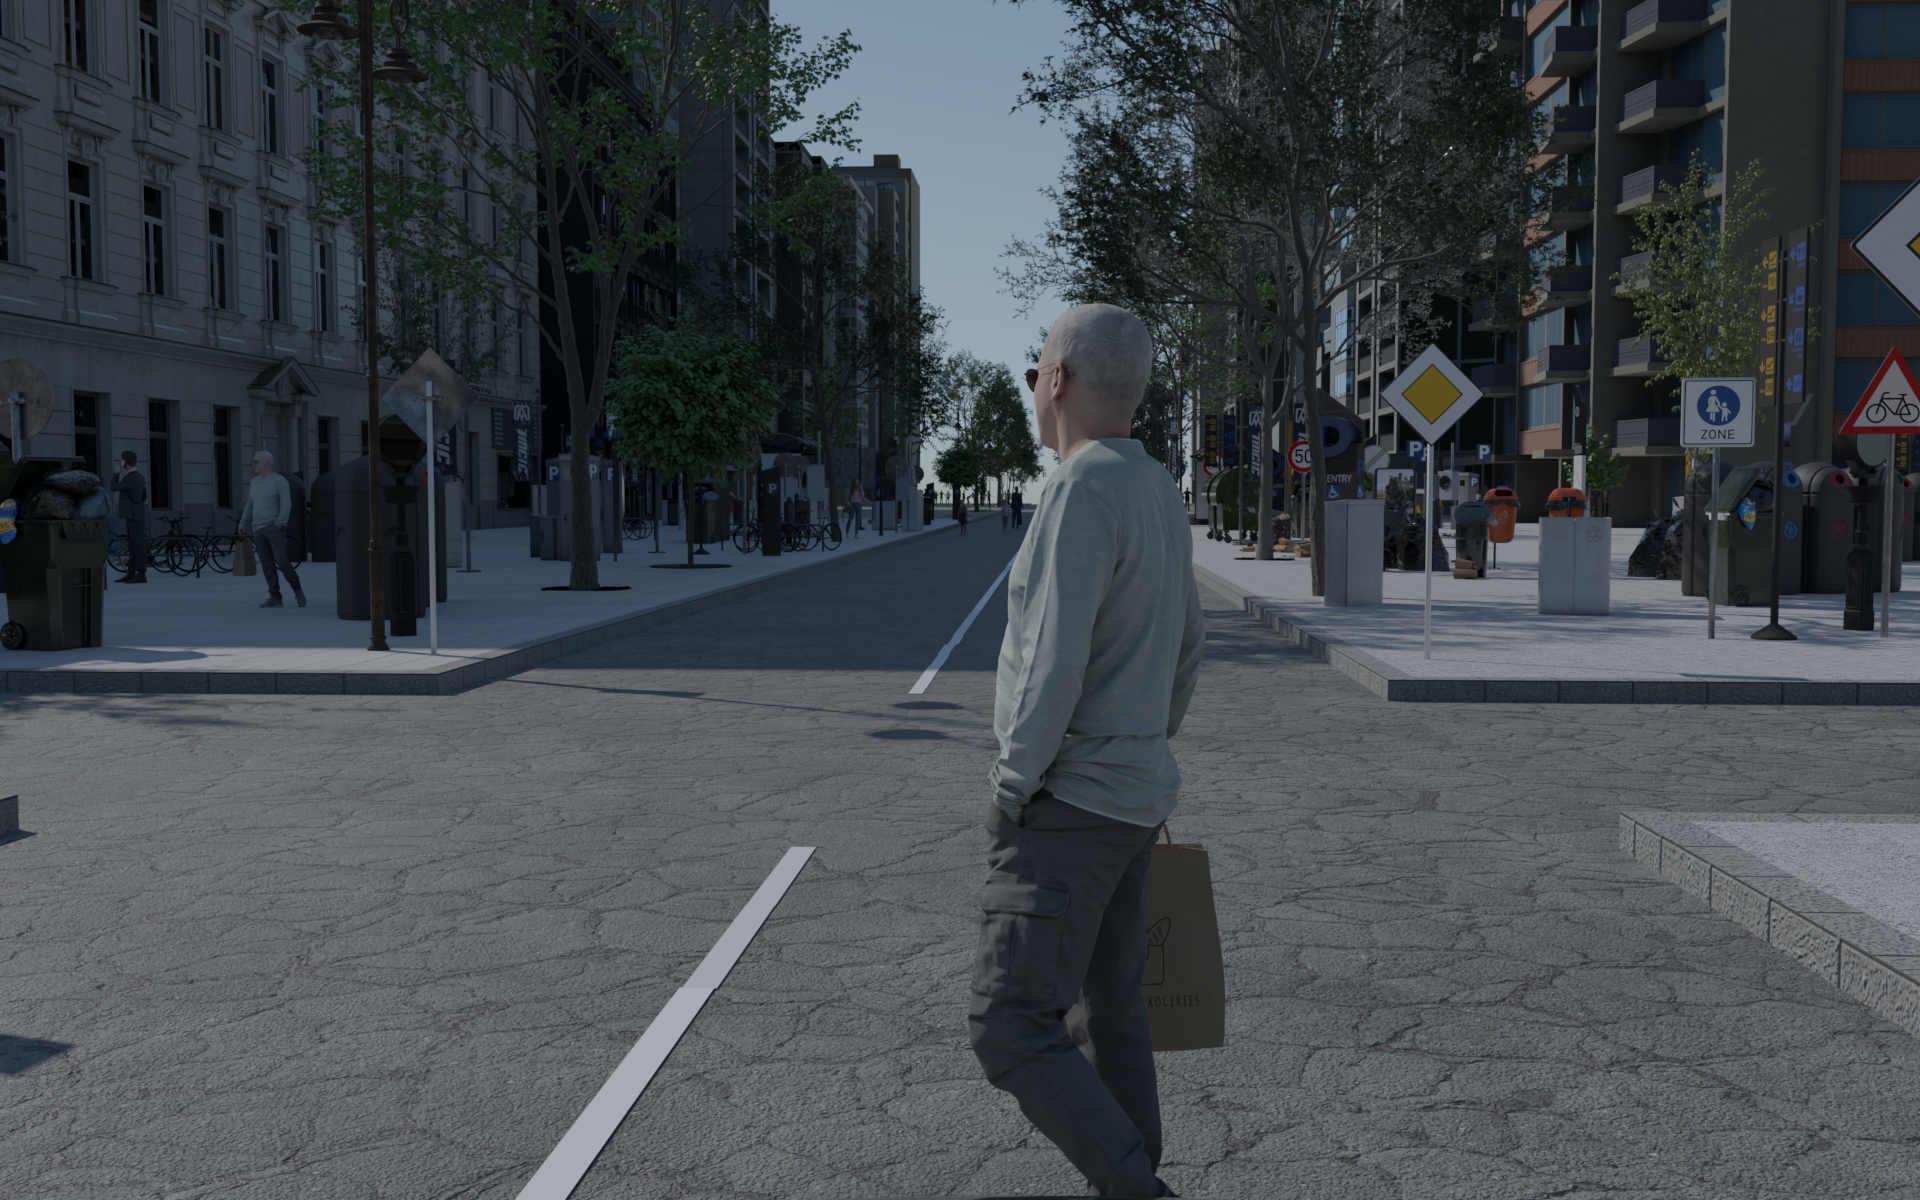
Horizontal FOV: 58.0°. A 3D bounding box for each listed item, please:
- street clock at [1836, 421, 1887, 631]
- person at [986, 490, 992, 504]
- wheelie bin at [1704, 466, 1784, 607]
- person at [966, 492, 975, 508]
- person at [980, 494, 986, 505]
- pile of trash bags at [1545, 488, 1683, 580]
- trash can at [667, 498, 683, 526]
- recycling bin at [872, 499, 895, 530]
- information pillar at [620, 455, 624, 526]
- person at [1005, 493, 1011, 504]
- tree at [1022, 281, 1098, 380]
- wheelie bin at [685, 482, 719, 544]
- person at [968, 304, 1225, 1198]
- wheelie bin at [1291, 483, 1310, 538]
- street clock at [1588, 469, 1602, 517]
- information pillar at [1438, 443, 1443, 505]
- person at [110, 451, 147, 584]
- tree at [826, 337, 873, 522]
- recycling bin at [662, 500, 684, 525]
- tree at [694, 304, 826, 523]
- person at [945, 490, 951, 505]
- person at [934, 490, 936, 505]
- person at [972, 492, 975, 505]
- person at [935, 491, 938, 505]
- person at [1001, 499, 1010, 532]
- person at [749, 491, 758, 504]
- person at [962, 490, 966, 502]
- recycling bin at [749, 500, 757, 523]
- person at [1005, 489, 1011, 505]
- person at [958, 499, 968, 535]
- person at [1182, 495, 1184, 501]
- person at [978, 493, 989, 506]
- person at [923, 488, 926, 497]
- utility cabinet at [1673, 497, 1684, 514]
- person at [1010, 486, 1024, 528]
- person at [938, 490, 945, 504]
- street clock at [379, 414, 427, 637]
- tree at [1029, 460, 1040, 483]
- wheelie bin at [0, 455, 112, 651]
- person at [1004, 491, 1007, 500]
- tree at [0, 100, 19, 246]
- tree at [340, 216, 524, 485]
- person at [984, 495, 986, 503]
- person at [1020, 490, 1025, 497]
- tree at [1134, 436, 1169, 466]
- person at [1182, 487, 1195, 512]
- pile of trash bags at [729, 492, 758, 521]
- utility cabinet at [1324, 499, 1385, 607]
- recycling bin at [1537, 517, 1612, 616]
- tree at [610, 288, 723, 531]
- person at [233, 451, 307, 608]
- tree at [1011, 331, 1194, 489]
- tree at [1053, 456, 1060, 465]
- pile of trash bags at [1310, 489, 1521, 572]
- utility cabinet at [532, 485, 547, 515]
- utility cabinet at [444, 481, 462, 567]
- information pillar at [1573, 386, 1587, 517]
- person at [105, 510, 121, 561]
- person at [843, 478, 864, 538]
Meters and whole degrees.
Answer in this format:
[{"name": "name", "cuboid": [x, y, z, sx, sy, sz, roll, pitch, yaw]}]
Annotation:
[{"name": "street clock", "cuboid": [8.473, -0.716, 16.270, 0.471, 2.002, 0.358, -1, 4, -22]}, {"name": "person", "cuboid": [3.581, -12.636, 213.427, 0.721, 1.735, 1.217, -3, 4, -36]}, {"name": "wheelie bin", "cuboid": [9.035, -0.738, 19.970, 0.693, 1.594, 0.980, 0, 4, -2]}, {"name": "person", "cuboid": [0.940, -8.930, 155.233, 0.628, 1.438, 0.799, 2, 4, 29]}, {"name": "person", "cuboid": [2.491, -12.002, 202.991, 1.217, 1.736, 0.721, 0, 4, 8]}, {"name": "pile of trash bags", "cuboid": [10.731, -1.020, 26.423, 3.447, 1.369, 1.912, 1, 4, 11]}, {"name": "trash can", "cuboid": [-11.603, -3.601, 70.533, 0.748, 1.137, 0.748, 0, 3, 0]}, {"name": "recycling bin", "cuboid": [-2.742, -3.022, 61.957, 0.722, 1.027, 0.722, -1, 4, -15]}, {"name": "information pillar", "cuboid": [-13.473, -4.752, 69.051, 0.183, 3.616, 0.504, 0, 4, -2]}, {"name": "person", "cuboid": [6.248, -12.898, 217.641, 1.217, 1.743, 0.721, -2, 4, -24]}, {"name": "tree", "cuboid": [11.314, -18.115, 152.075, 12.611, 20.169, 13.585, 0, 3, 0]}, {"name": "wheelie bin", "cuboid": [-6.681, -2.255, 44.782, 0.980, 1.594, 0.693, 1, 4, 16]}, {"name": "person", "cuboid": [0.307, 0.358, 3.130, 0.515, 1.767, 0.782, 1, 4, 22]}, {"name": "wheelie bin", "cuboid": [10.050, -2.595, 50.334, 0.980, 1.594, 0.693, 0, 4, -4]}, {"name": "street clock", "cuboid": [17.037, -2.562, 46.458, 0.358, 2.002, 0.471, 0, 4, -8]}, {"name": "information pillar", "cuboid": [21.904, -5.364, 79.053, 0.183, 3.616, 0.504, 0, 4, 1]}, {"name": "person", "cuboid": [-11.958, -1.193, 24.912, 0.474, 1.900, 0.648, -1, 4, -22]}, {"name": "tree", "cuboid": [-6.083, -7.951, 80.365, 4.737, 8.622, 4.395, 0, 3, 0]}, {"name": "recycling bin", "cuboid": [-11.862, -3.610, 71.577, 0.722, 1.027, 0.722, 1, 4, 13]}, {"name": "tree", "cuboid": [-8.148, -7.088, 66.250, 4.737, 8.622, 4.395, 0, 3, 0]}, {"name": "person", "cuboid": [-1.388, -11.680, 197.943, 0.756, 1.711, 0.436, 3, 4, 37]}, {"name": "person", "cuboid": [-3.112, -12.452, 210.078, 0.683, 1.767, 0.568, 1, 4, 20]}, {"name": "person", "cuboid": [1.552, -11.734, 197.760, 0.599, 1.838, 0.709, 2, 4, 27]}, {"name": "person", "cuboid": [-2.709, -11.953, 202.946, 0.415, 1.643, 0.593, 0, 4, -7]}, {"name": "person", "cuboid": [1.718, -3.163, 64.892, 0.332, 1.250, 0.352, 1, 4, 23]}, {"name": "person", "cuboid": [-11.995, -5.923, 103.565, 1.217, 1.739, 0.721, 0, 4, 5]}, {"name": "person", "cuboid": [0.416, -11.030, 187.308, 0.530, 1.710, 0.541, 3, 4, 39]}, {"name": "recycling bin", "cuboid": [-8.824, -3.593, 71.301, 0.722, 1.027, 0.722, -2, 4, -35]}, {"name": "person", "cuboid": [5.399, -11.529, 194.553, 0.705, 1.823, 1.348, 2, 4, 31]}, {"name": "person", "cuboid": [0.093, -2.872, 60.119, 0.362, 1.253, 0.373, 3, 4, 37]}, {"name": "person", "cuboid": [28.856, -13.215, 225.336, 0.697, 1.427, 0.421, 1, 4, 11]}, {"name": "person", "cuboid": [2.425, -11.057, 186.963, 1.348, 1.807, 0.705, 1, 4, 22]}, {"name": "person", "cuboid": [-2.634, -7.679, 132.517, 0.530, 1.710, 0.541, -2, 4, -27]}, {"name": "utility cabinet", "cuboid": [18.633, -2.019, 44.176, 0.306, 1.237, 1.020, -1, 4, -19]}, {"name": "person", "cuboid": [2.374, -3.878, 72.325, 0.576, 1.772, 0.534, 0, 4, 2]}, {"name": "person", "cuboid": [-2.356, -12.976, 218.332, 1.348, 1.807, 0.705, 1, 4, 20]}, {"name": "street clock", "cuboid": [-5.044, -0.677, 15.639, 0.471, 2.002, 0.358, -2, 4, -35]}, {"name": "tree", "cuboid": [8.927, -17.865, 242.453, 4.360, 8.622, 3.978, 0, 3, 0]}, {"name": "wheelie bin", "cuboid": [-7.501, -0.398, 14.413, 0.693, 1.594, 0.980, 1, 4, 19]}, {"name": "person", "cuboid": [6.493, -14.480, 243.514, 0.721, 1.743, 1.217, 2, 4, 35]}, {"name": "tree", "cuboid": [-14.940, -4.484, 23.674, 4.360, 8.622, 3.978, 0, 3, 0]}, {"name": "tree", "cuboid": [-13.626, -5.754, 44.447, 4.360, 8.622, 3.978, 0, 3, 0]}, {"name": "person", "cuboid": [3.556, -14.465, 245.766, 0.991, 1.433, 0.599, -3, 4, -37]}, {"name": "person", "cuboid": [8.165, -13.896, 233.242, 1.348, 1.824, 0.705, 1, 4, 13]}, {"name": "tree", "cuboid": [9.834, -6.870, 96.044, 4.285, 4.588, 4.351, 0, 3, 0]}, {"name": "person", "cuboid": [16.709, -7.411, 127.239, 1.348, 1.821, 0.705, 1, 4, 23]}, {"name": "pile of trash bags", "cuboid": [-8.564, -3.939, 74.162, 3.447, 1.369, 1.912, 0, 4, 2]}, {"name": "utility cabinet", "cuboid": [4.557, -0.543, 20.034, 0.306, 1.237, 1.020, 3, 4, 37]}, {"name": "recycling bin", "cuboid": [6.605, -0.372, 18.644, 0.722, 1.027, 0.722, 1, 4, 18]}, {"name": "tree", "cuboid": [-9.989, -6.719, 60.217, 4.360, 8.622, 3.978, 0, 3, 0]}, {"name": "person", "cuboid": [-7.862, -0.801, 19.633, 0.782, 1.767, 0.515, 1, 4, 22]}, {"name": "tree", "cuboid": [10.248, -11.798, 109.900, 9.611, 12.733, 9.660, 0, 3, 0]}, {"name": "tree", "cuboid": [17.331, -20.092, 235.154, 9.857, 13.997, 8.962, 0, 3, 0]}, {"name": "pile of trash bags", "cuboid": [7.771, -1.204, 29.434, 3.447, 1.369, 1.912, 0, 4, -1]}, {"name": "utility cabinet", "cuboid": [-10.200, -2.149, 43.812, 1.173, 1.500, 0.318, -1, 4, -19]}, {"name": "utility cabinet", "cuboid": [-9.023, -1.344, 30.658, 0.318, 1.500, 1.173, -1, 4, -19]}, {"name": "information pillar", "cuboid": [13.370, -2.815, 37.383, 0.183, 3.616, 0.504, 0, 4, -1]}, {"name": "person", "cuboid": [-16.487, -1.319, 33.110, 0.738, 1.151, 1.012, 0, 4, 2]}, {"name": "person", "cuboid": [-3.110, -2.675, 50.364, 0.593, 1.750, 0.643, -1, 4, -15]}]
